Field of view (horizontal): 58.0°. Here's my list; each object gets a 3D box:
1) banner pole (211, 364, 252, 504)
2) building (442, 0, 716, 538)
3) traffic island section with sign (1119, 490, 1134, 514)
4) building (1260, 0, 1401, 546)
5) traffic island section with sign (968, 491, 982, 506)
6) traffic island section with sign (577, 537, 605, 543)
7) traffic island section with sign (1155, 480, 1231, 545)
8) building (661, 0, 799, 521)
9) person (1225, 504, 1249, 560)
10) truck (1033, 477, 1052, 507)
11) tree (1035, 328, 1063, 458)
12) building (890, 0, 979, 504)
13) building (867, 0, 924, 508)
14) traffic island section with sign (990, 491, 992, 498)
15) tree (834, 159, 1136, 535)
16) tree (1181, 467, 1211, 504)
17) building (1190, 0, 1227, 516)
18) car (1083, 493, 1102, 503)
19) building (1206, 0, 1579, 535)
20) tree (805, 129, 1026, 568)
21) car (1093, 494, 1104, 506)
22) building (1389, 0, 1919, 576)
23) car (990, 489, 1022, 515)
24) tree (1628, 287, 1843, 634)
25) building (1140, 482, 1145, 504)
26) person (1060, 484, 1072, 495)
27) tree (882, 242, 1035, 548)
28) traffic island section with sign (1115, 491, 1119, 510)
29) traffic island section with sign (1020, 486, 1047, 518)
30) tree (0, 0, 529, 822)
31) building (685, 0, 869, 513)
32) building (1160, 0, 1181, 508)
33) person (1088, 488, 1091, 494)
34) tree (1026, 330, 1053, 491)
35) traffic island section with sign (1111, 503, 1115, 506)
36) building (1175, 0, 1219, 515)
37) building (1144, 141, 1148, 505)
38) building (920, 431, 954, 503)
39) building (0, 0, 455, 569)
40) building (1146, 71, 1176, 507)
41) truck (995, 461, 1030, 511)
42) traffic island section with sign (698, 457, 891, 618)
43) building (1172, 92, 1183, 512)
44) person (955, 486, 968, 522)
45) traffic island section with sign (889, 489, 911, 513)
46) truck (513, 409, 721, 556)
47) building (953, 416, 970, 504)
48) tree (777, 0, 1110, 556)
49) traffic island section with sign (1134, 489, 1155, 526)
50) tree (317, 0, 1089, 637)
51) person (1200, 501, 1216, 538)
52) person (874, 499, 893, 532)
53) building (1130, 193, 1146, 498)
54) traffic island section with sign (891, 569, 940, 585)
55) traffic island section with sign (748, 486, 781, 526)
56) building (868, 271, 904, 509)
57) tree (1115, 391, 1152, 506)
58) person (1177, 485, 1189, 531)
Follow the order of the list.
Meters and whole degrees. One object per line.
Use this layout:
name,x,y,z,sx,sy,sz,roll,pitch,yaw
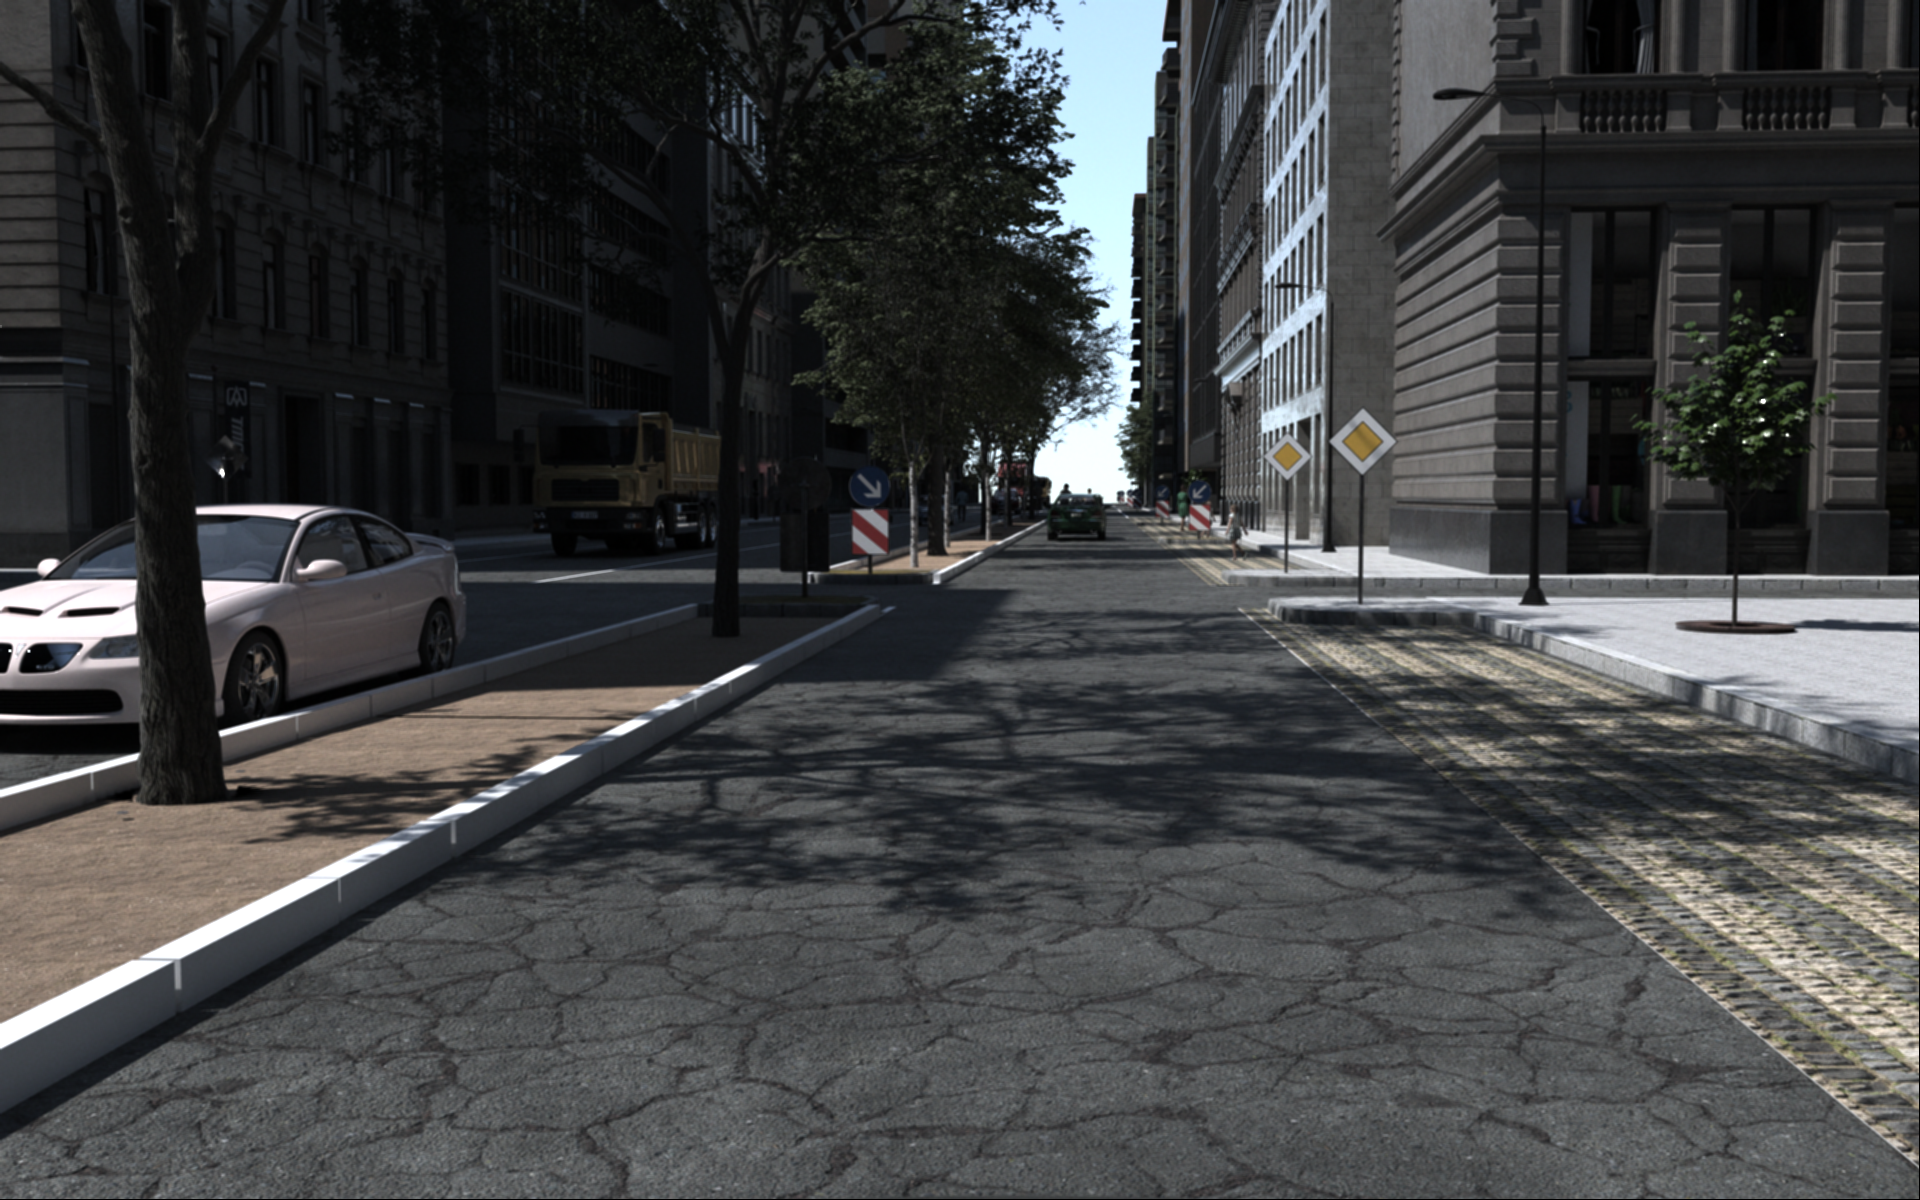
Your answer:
banner pole,-14.175,-2.667,33.624,0.863,3.779,0.401,-2,4,-31
building,-18.977,-14.880,62.347,14.314,24.678,30.058,0,4,5
traffic island section with sign,12.939,-7.278,127.621,1.989,1.847,2.006,0,4,5
building,14.781,-11.938,49.942,10.420,20.320,16.860,0,4,5
traffic island section with sign,2.006,-12.400,211.360,1.989,1.847,2.006,0,4,5
traffic island section with sign,-10.727,-2.651,51.976,1.989,1.847,2.006,0,4,5
traffic island section with sign,6.722,-2.513,49.723,1.989,1.847,2.006,0,4,5
building,-16.492,-17.929,90.397,12.463,27.353,25.104,0,4,5
person,5.908,-1.442,37.096,0.505,1.210,0.382,-3,5,-43
truck,8.741,-12.182,195.105,3.469,3.379,9.791,0,4,5
tree,1.812,-7.133,69.451,4.737,8.622,4.395,0,3,0
building,-7.819,-49.129,241.514,20.563,71.187,20.611,0,4,5
building,-10.948,-31.297,161.812,14.600,45.320,14.200,0,4,5
traffic island section with sign,4.173,-14.057,238.453,1.989,1.847,2.006,0,4,5
tree,0.849,-9.001,60.000,12.009,13.543,11.850,0,3,0
tree,14.093,-6.743,104.852,1.663,3.219,1.824,0,3,0
building,19.798,-18.147,90.203,14.314,27.812,24.014,0,4,5
car,7.242,-5.571,100.873,2.009,1.686,4.222,0,4,6
building,15.876,-14.663,68.616,11.050,23.489,19.941,0,4,5
tree,-0.888,-4.910,33.098,4.360,8.622,3.978,0,3,0
car,16.627,-12.304,212.960,2.131,1.459,4.920,0,4,6
building,18.017,-12.355,30.886,19.941,23.489,11.050,0,4,5
car,3.219,-6.907,121.605,2.281,1.827,5.304,0,4,5
tree,7.357,-1.333,16.391,1.663,3.219,1.824,0,3,0
building,39.151,-32.236,218.939,32.217,40.220,23.993,0,4,5
person,4.129,-3.727,69.239,0.655,1.846,0.447,-2,4,-31
tree,-0.368,-5.716,46.274,4.737,8.622,4.395,0,3,0
traffic island section with sign,15.085,-8.924,154.537,1.989,1.847,2.006,0,4,5
traffic island section with sign,4.590,-5.816,103.224,2.006,1.907,1.989,0,4,5
tree,-3.739,-4.873,7.894,9.928,11.665,9.643,0,3,0
building,-18.101,-30.075,115.424,21.300,48.544,21.600,0,4,5
building,28.354,-30.172,147.943,22.147,44.769,28.867,0,4,5
person,6.991,-5.083,92.279,0.731,1.740,0.598,1,4,10
tree,0.864,-6.057,51.853,4.360,8.622,3.978,0,3,0
traffic island section with sign,19.522,-12.314,209.968,1.989,1.847,2.006,0,4,5
building,21.581,-28.298,112.777,14.600,45.320,14.200,0,4,5
building,28.495,-31.613,200.473,14.154,41.232,14.086,0,4,5
building,-8.267,-25.905,195.250,14.160,30.474,14.107,0,4,5
building,-19.210,-11.568,38.284,9.793,20.994,18.267,0,4,5
building,26.033,-29.790,170.667,14.154,41.232,14.086,0,4,5
truck,4.696,-9.789,148.957,2.839,4.237,11.283,0,4,5
traffic island section with sign,-1.985,-0.783,20.940,2.006,1.907,1.989,0,4,5
building,22.687,-21.750,127.315,14.160,30.474,14.107,0,4,5
person,0.085,-4.827,87.440,0.660,1.820,0.620,-1,4,-11
traffic island section with sign,-4.556,-7.381,129.299,1.989,1.847,2.006,0,4,5
truck,-8.056,-2.848,42.484,3.469,3.379,9.791,0,4,4
building,-10.295,-34.413,217.278,22.147,44.769,28.867,0,4,5
tree,-0.484,-7.269,39.438,7.486,12.596,7.792,0,3,0
traffic island section with sign,8.954,-4.234,77.854,1.989,1.847,2.006,0,4,5
tree,-2.398,-4.882,16.695,8.767,10.594,7.601,0,4,5
person,7.771,-2.495,54.306,0.505,1.210,0.382,-2,4,-35
person,-2.907,-3.363,63.455,0.822,1.834,0.622,0,4,6
building,35.399,-36.181,246.181,22.147,44.769,28.867,0,4,5
traffic island section with sign,-1.385,-1.235,28.323,2.006,1.907,1.989,0,4,5
traffic island section with sign,-8.541,-4.320,79.256,1.989,1.847,2.006,0,4,5
building,-19.948,-18.143,141.678,27.650,21.520,28.899,0,4,5
tree,20.656,-16.613,189.742,7.486,12.596,7.792,0,3,0
person,8.585,-3.546,66.717,0.600,1.795,0.529,2,4,32
